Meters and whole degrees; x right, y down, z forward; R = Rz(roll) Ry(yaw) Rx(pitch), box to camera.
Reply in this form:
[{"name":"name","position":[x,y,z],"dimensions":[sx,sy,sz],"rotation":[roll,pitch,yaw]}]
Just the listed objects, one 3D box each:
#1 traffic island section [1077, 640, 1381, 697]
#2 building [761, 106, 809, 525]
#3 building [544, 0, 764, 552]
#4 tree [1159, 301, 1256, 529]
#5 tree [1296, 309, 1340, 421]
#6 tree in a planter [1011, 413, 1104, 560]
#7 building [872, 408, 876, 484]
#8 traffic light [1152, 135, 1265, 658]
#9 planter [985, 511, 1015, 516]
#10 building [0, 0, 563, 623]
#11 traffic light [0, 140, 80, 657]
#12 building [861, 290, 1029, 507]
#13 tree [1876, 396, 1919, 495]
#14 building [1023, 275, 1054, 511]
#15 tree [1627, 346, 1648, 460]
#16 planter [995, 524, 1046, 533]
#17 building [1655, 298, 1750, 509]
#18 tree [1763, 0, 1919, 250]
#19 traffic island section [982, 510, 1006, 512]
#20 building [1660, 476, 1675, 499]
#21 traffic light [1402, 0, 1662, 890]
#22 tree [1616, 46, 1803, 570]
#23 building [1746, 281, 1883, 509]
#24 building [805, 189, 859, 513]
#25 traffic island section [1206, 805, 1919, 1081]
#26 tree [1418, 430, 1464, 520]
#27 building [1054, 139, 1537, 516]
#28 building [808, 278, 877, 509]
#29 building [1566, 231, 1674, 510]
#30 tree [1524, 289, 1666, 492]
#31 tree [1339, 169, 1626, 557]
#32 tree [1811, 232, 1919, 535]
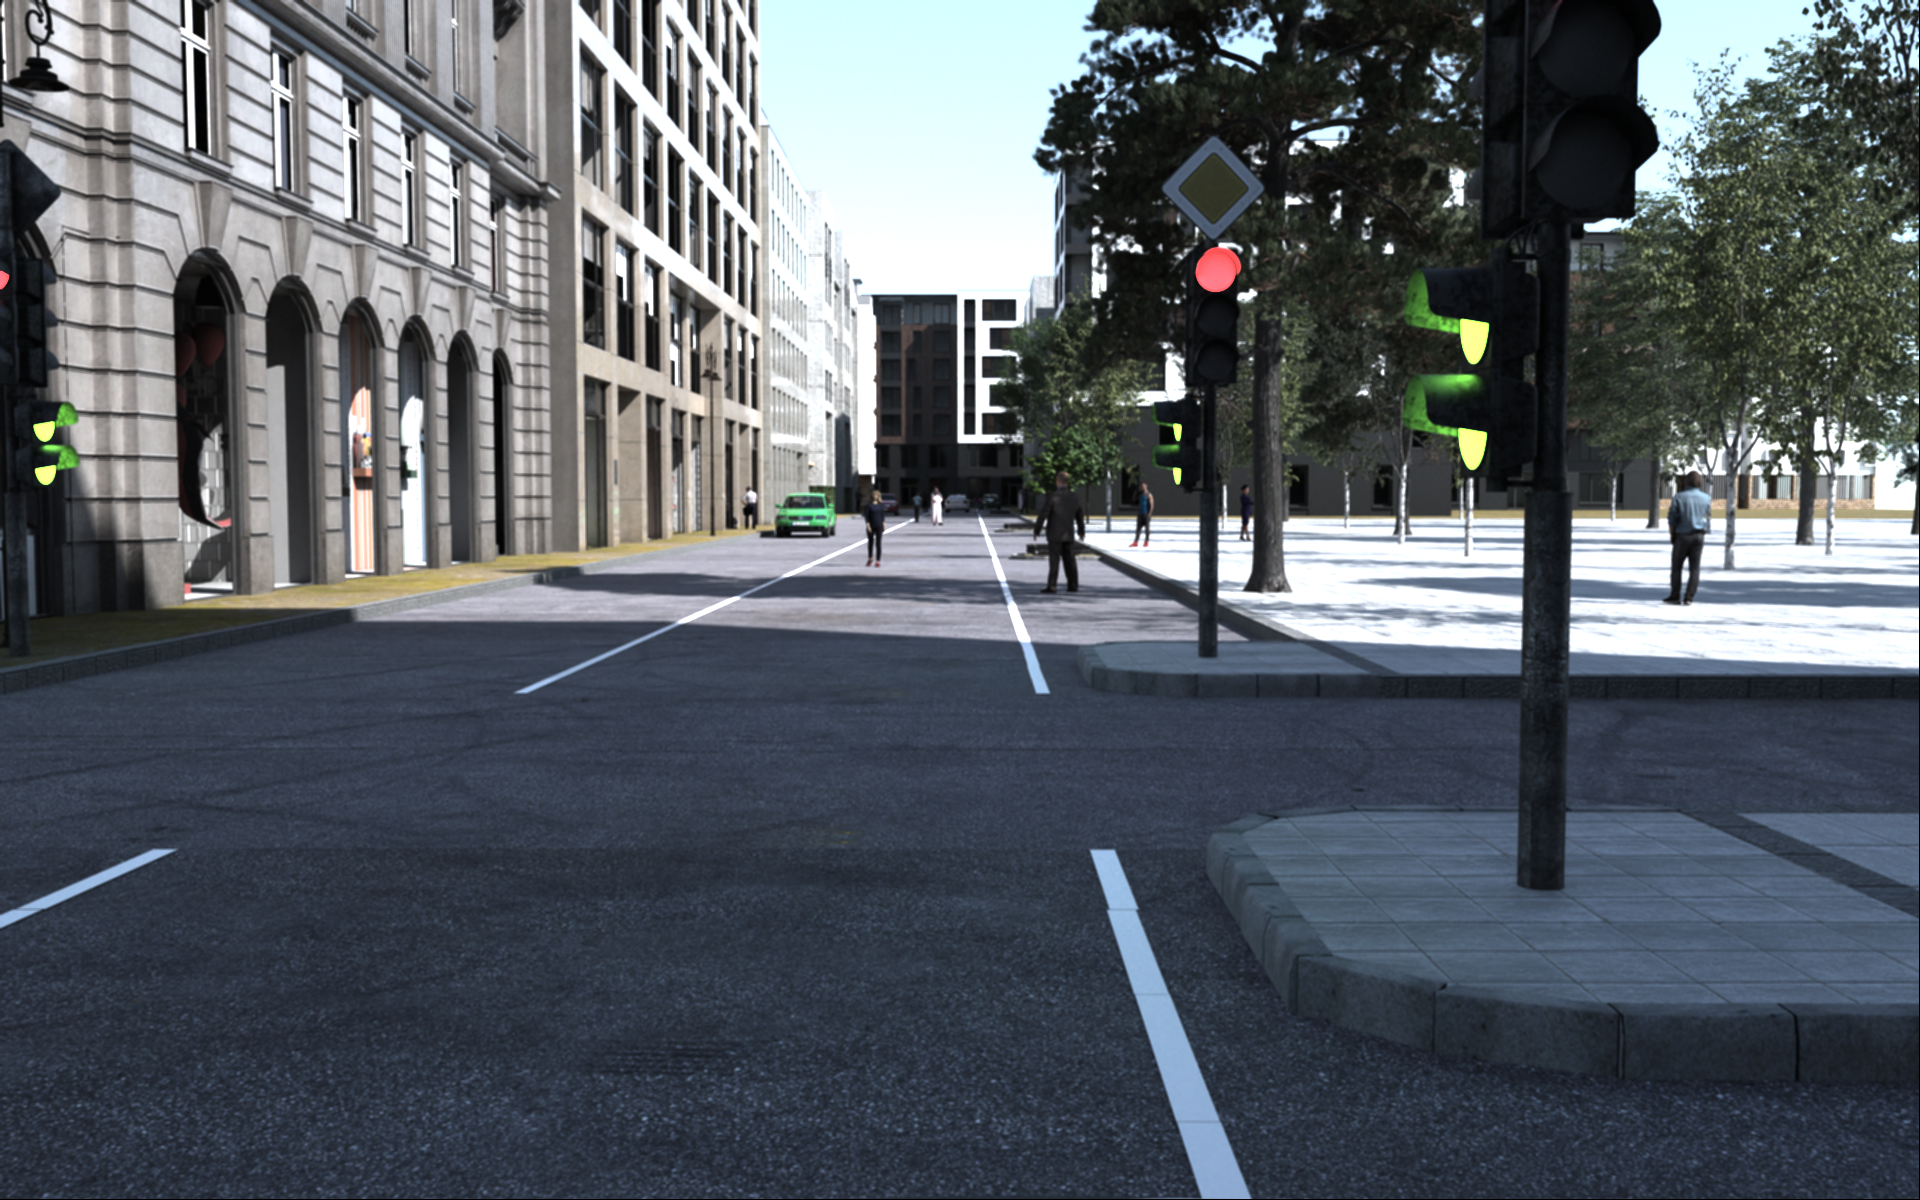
[{"name":"traffic island section","position":[1.977,0.527,13.660],"dimensions":[2.009,0.180,2.903],"rotation":[0,4,0]},{"name":"building","position":[-13.001,-13.782,80.095],"dimensions":[10.420,20.320,16.860],"rotation":[0,4,0]},{"name":"building","position":[-17.898,-15.288,54.482],"dimensions":[19.350,26.468,34.151],"rotation":[0,4,0]},{"name":"tree","position":[9.403,-6.881,62.869],"dimensions":[4.360,8.622,3.978],"rotation":[0,3,0]},{"name":"tree","position":[11.215,-5.746,44.309],"dimensions":[4.360,8.622,3.978],"rotation":[0,3,0]},{"name":"tree in a planter","position":[2.136,-2.518,38.387],"dimensions":[1.991,3.239,1.994],"rotation":[0,4,0]},{"name":"building","position":[-22.053,-13.340,160.260],"dimensions":[28.070,9.664,9.099],"rotation":[0,4,0]},{"name":"traffic light","position":[1.937,-1.486,13.548],"dimensions":[0.839,4.213,0.868],"rotation":[0,4,0]},{"name":"planter","position":[2.651,-5.777,115.598],"dimensions":[1.991,0.319,1.994],"rotation":[0,4,0]},{"name":"building","position":[-14.814,-11.239,25.552],"dimensions":[13.314,21.916,24.055],"rotation":[0,4,0]},{"name":"traffic light","position":[-7.424,-1.489,13.594],"dimensions":[0.839,4.213,0.868],"rotation":[0,4,0]},{"name":"building","position":[-2.338,-21.016,187.589],"dimensions":[32.646,21.610,27.936],"rotation":[0,4,0]},{"name":"tree","position":[51.839,-6.896,75.650],"dimensions":[20.602,7.101,11.467],"rotation":[1,4,19]},{"name":"building","position":[14.294,-17.253,148.545],"dimensions":[16.747,18.905,31.486],"rotation":[0,4,0]},{"name":"tree","position":[24.329,-6.475,56.230],"dimensions":[4.360,8.622,3.978],"rotation":[0,3,0]},{"name":"planter","position":[2.310,-2.708,65.420],"dimensions":[1.991,0.319,1.994],"rotation":[0,4,0]},{"name":"building","position":[61.441,-18.319,155.931],"dimensions":[11.380,20.091,16.016],"rotation":[0,4,0]},{"name":"tree","position":[9.163,-3.988,15.559],"dimensions":[4.360,8.622,3.978],"rotation":[0,3,0]},{"name":"traffic island section","position":[2.818,-7.326,142.651],"dimensions":[1.991,0.108,1.994],"rotation":[0,4,0]},{"name":"building","position":[60.592,-14.340,176.607],"dimensions":[28.070,9.664,9.099],"rotation":[0,4,0]},{"name":"traffic light","position":[1.884,-0.998,5.563],"dimensions":[0.839,4.213,0.868],"rotation":[0,4,0]},{"name":"tree","position":[12.917,-4.791,28.703],"dimensions":[4.737,8.622,4.395],"rotation":[0,3,0]},{"name":"building","position":[73.191,-18.311,155.808],"dimensions":[11.380,20.091,16.016],"rotation":[0,4,0]},{"name":"building","position":[-16.241,-15.301,116.622],"dimensions":[16.747,18.905,31.486],"rotation":[0,4,0]},{"name":"traffic island section","position":[1.924,1.016,5.675],"dimensions":[2.009,0.180,2.903],"rotation":[0,4,0]},{"name":"tree","position":[24.726,-8.299,86.046],"dimensions":[4.737,8.622,4.395],"rotation":[0,3,0]},{"name":"building","position":[20.115,-16.655,116.278],"dimensions":[27.936,21.610,32.646],"rotation":[0,4,0]},{"name":"building","position":[-15.222,-17.926,149.515],"dimensions":[16.016,20.091,11.380],"rotation":[0,4,0]},{"name":"building","position":[39.382,-18.656,148.996],"dimensions":[32.646,21.610,27.936],"rotation":[0,4,0]},{"name":"tree","position":[26.012,-8.541,74.061],"dimensions":[8.767,10.594,7.601],"rotation":[0,4,4]},{"name":"tree","position":[10.592,-5.177,34.999],"dimensions":[4.360,8.622,3.978],"rotation":[0,3,0]},{"name":"tree","position":[30.520,-7.333,54.300],"dimensions":[7.601,10.594,8.767],"rotation":[1,4,11]}]
